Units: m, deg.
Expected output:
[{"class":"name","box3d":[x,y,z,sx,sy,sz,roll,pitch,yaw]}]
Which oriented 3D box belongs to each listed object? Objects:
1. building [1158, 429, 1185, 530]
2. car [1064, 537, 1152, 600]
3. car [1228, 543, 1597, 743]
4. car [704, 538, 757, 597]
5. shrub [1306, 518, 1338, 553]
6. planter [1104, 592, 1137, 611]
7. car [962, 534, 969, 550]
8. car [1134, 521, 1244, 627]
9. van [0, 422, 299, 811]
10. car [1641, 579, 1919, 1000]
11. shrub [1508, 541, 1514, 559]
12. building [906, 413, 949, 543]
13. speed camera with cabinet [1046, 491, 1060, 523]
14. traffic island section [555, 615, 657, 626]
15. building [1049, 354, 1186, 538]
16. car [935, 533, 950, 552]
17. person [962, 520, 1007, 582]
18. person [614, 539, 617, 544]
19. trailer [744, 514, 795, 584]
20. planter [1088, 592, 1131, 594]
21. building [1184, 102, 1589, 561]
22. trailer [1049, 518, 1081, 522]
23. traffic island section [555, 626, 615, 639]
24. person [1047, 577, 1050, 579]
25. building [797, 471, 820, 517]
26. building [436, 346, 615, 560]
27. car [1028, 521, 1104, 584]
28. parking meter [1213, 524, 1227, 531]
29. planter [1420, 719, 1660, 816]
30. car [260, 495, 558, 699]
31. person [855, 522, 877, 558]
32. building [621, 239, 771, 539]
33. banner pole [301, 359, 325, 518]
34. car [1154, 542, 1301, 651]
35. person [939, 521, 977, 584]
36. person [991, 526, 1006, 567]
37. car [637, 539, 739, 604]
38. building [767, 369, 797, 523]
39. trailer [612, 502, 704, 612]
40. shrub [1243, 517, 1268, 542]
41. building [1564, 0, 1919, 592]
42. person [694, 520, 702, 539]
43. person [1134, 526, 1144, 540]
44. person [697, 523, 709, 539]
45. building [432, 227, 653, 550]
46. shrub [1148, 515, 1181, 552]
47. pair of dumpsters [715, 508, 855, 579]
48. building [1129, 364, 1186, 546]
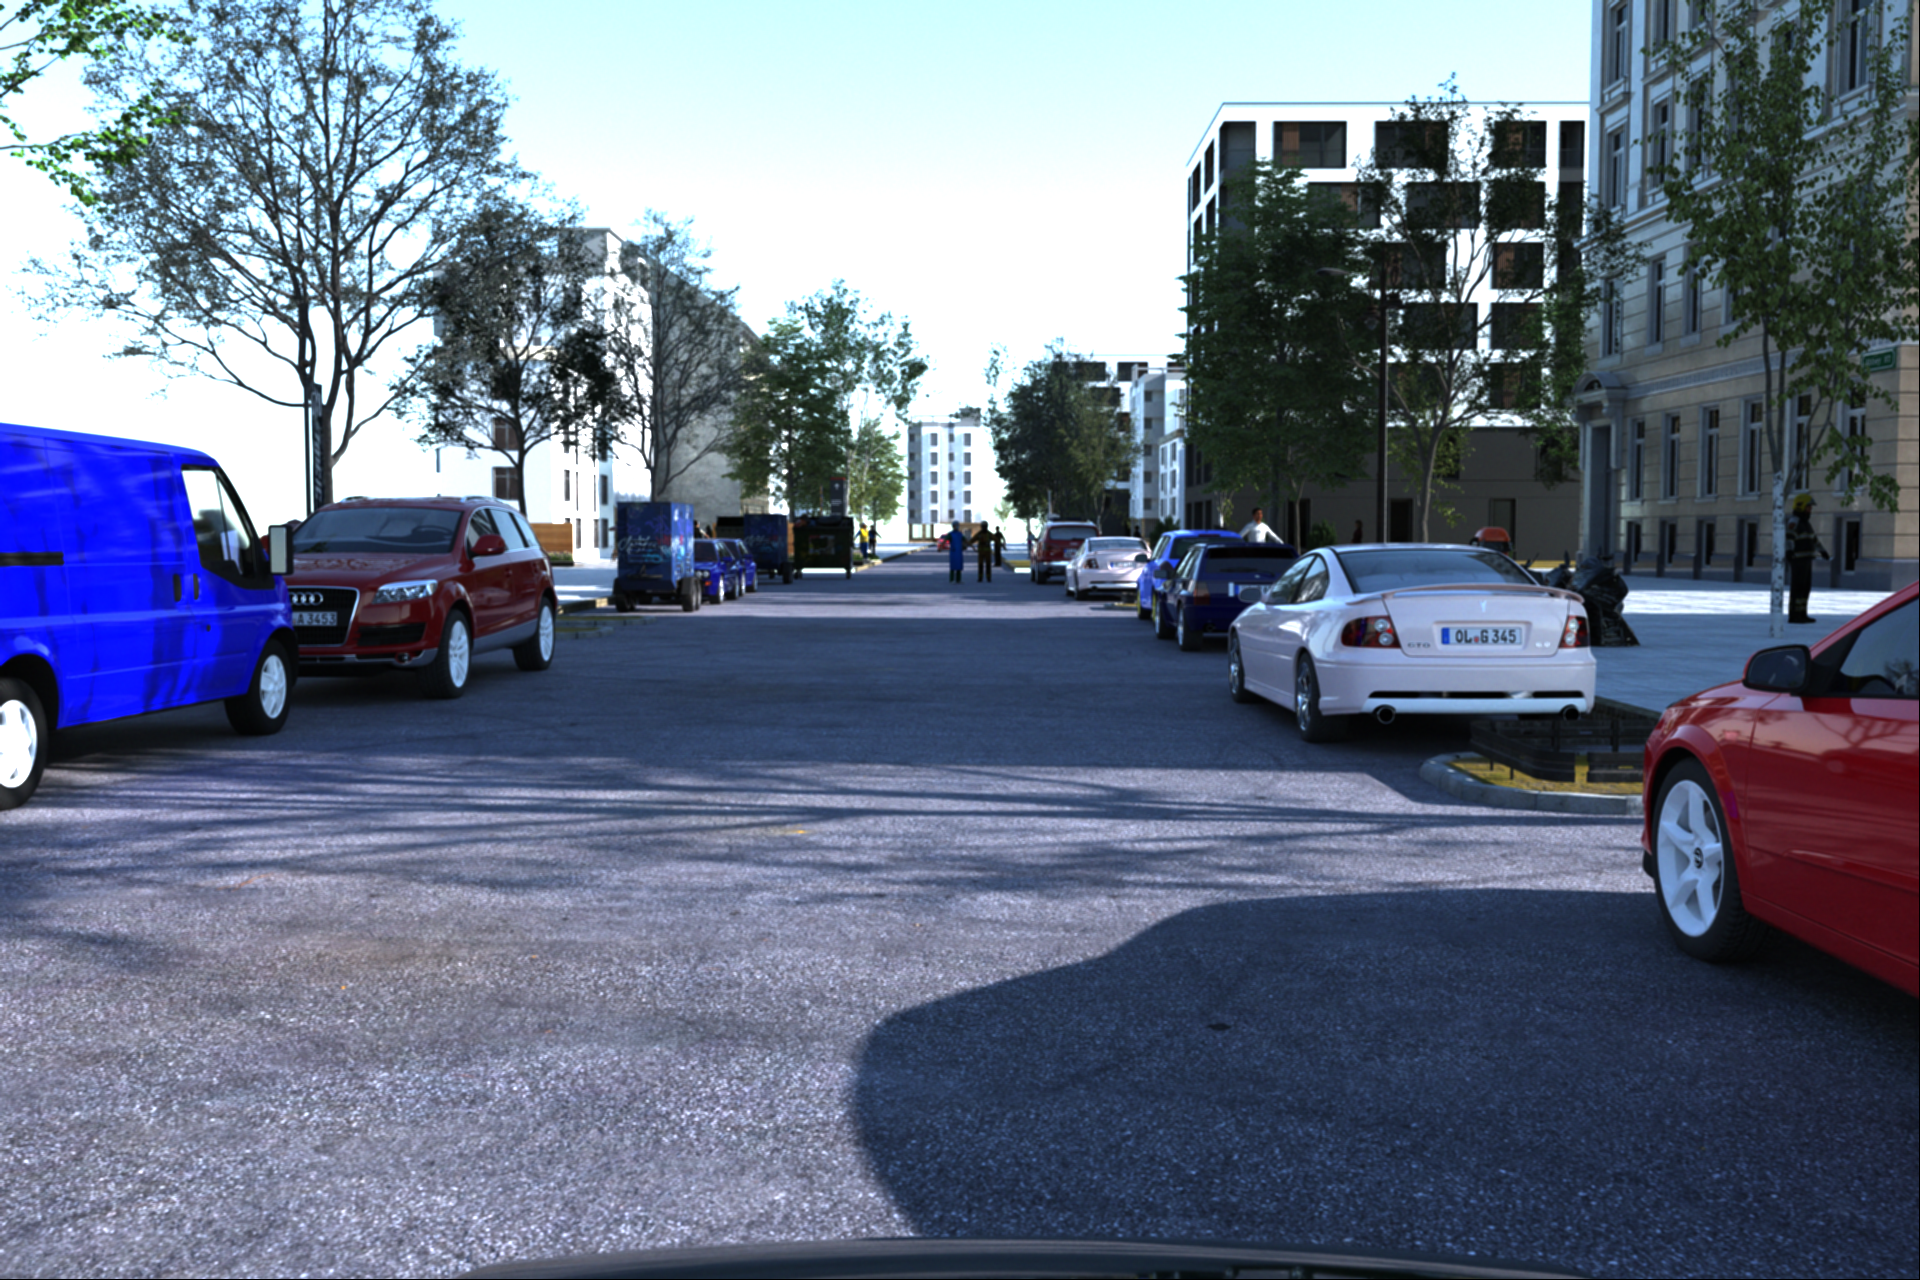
[{"class":"building","box3d":[21.887,-12.012,138.537,9.099,9.664,28.070,0,4,0]},{"class":"car","box3d":[3.394,-1.614,38.750,2.083,1.381,4.827,0,4,-1]},{"class":"car","box3d":[3.267,-0.056,13.278,2.083,1.381,4.827,0,4,-1]},{"class":"car","box3d":[-5.818,-1.734,40.938,1.945,1.354,3.894,0,4,0]},{"class":"shrub","box3d":[17.004,-4.713,81.097,1.661,2.075,1.752,0,3,0]},{"class":"planter","box3d":[3.764,-0.731,33.085,1.991,0.319,1.994,0,4,1]},{"class":"car","box3d":[-0.192,-9.136,159.161,2.009,1.686,4.222,0,4,-1]},{"class":"car","box3d":[3.822,-1.125,27.989,1.945,1.707,3.694,0,4,0]},{"class":"van","box3d":[-5.828,-0.381,10.614,2.240,2.365,5.245,0,4,1]},{"class":"car","box3d":[3.346,0.275,4.543,2.155,1.783,4.494,0,4,0]},{"class":"shrub","box3d":[23.244,-3.864,74.294,1.383,1.207,1.383,0,3,0]},{"class":"building","box3d":[-7.717,-24.662,262.099,11.380,20.090,16.016,0,4,-1]},{"class":"speed camera with cabinet","box3d":[4.239,-5.117,78.005,0.660,3.252,2.038,0,4,1]},{"class":"traffic island section","box3d":[-5.963,-0.306,27.875,1.991,0.108,1.994,0,4,1]},{"class":"building","box3d":[24.802,-22.564,212.898,27.936,21.610,32.646,0,4,1]},{"class":"car","box3d":[-0.899,-7.970,139.352,2.155,1.783,4.494,0,4,0]},{"class":"person","box3d":[0.736,-2.673,51.926,1.354,1.858,0.705,0,4,5]},{"class":"person","box3d":[-12.350,-3.617,65.279,1.346,1.812,0.704,-1,4,-9]},{"class":"trailer","box3d":[-5.582,-2.585,49.316,1.471,1.999,3.904,0,4,0]},{"class":"planter","box3d":[3.861,-1.318,42.695,1.991,0.319,1.994,0,4,1]},{"class":"building","box3d":[26.480,-15.570,98.541,27.936,21.610,32.646,0,4,0]},{"class":"trailer","box3d":[3.709,-3.374,62.211,1.471,1.999,3.904,0,4,-1]},{"class":"traffic island section","box3d":[-5.973,-0.100,24.494,1.991,0.108,1.994,0,4,1]},{"class":"person","box3d":[2.674,-2.838,55.321,0.721,1.772,1.216,1,4,22]},{"class":"building","box3d":[-22.798,-17.523,228.652,9.099,9.664,28.070,0,4,1]},{"class":"building","box3d":[-22.694,-9.134,91.484,9.099,9.664,28.070,0,3,0]},{"class":"car","box3d":[3.159,-2.578,50.818,2.281,1.827,5.304,0,4,0]},{"class":"parking meter","box3d":[6.841,-2.272,45.561,0.372,1.533,0.369,0,3,0]},{"class":"planter","box3d":[3.698,0.694,9.800,1.991,0.319,1.994,0,3,0]},{"class":"car","box3d":[-5.359,-0.494,16.744,2.281,1.827,5.304,0,4,0]},{"class":"person","box3d":[-4.313,-4.419,78.221,1.349,1.833,0.705,-3,5,-44]},{"class":"building","box3d":[-25.098,-18.547,134.180,19.493,23.208,18.063,0,4,0]},{"class":"banner pole","box3d":[-9.367,-2.148,25.131,0.401,3.779,0.863,0,4,1]},{"class":"car","box3d":[3.545,-0.606,22.486,1.945,1.354,3.894,0,3,0]},{"class":"person","box3d":[-0.100,-2.526,49.888,1.347,1.817,0.704,-3,4,-39]},{"class":"person","box3d":[1.637,-4.133,76.249,0.704,1.802,1.346,3,4,39]},{"class":"car","box3d":[-5.703,-1.462,36.485,1.945,1.354,3.894,0,3,0]},{"class":"building","box3d":[-24.818,-20.899,198.119,16.016,20.090,11.380,0,4,-1]},{"class":"trailer","box3d":[-5.590,-1.490,31.406,1.471,1.999,3.904,0,4,0]},{"class":"shrub","box3d":[14.188,-4.736,81.477,1.661,2.075,1.752,0,3,0]},{"class":"building","box3d":[26.749,-15.976,47.119,13.634,28.700,20.117,0,4,0]},{"class":"person","box3d":[-10.007,-3.611,65.218,0.705,1.806,1.347,1,4,20]},{"class":"person","box3d":[9.745,-5.365,94.437,0.721,1.740,1.216,-1,4,-16]},{"class":"person","box3d":[-11.759,-4.377,77.428,1.347,1.847,0.705,-1,4,-13]},{"class":"building","box3d":[-26.485,-15.390,108.039,16.016,20.090,11.380,0,4,0]},{"class":"shrub","box3d":[8.194,-3.934,68.357,1.661,2.075,1.752,0,3,0]},{"class":"pair of dumpsters","box3d":[-5.589,-3.085,55.385,4.436,2.255,1.574,0,4,0]},{"class":"building","box3d":[24.126,-20.570,192.738,16.016,20.090,11.380,0,4,1]}]
